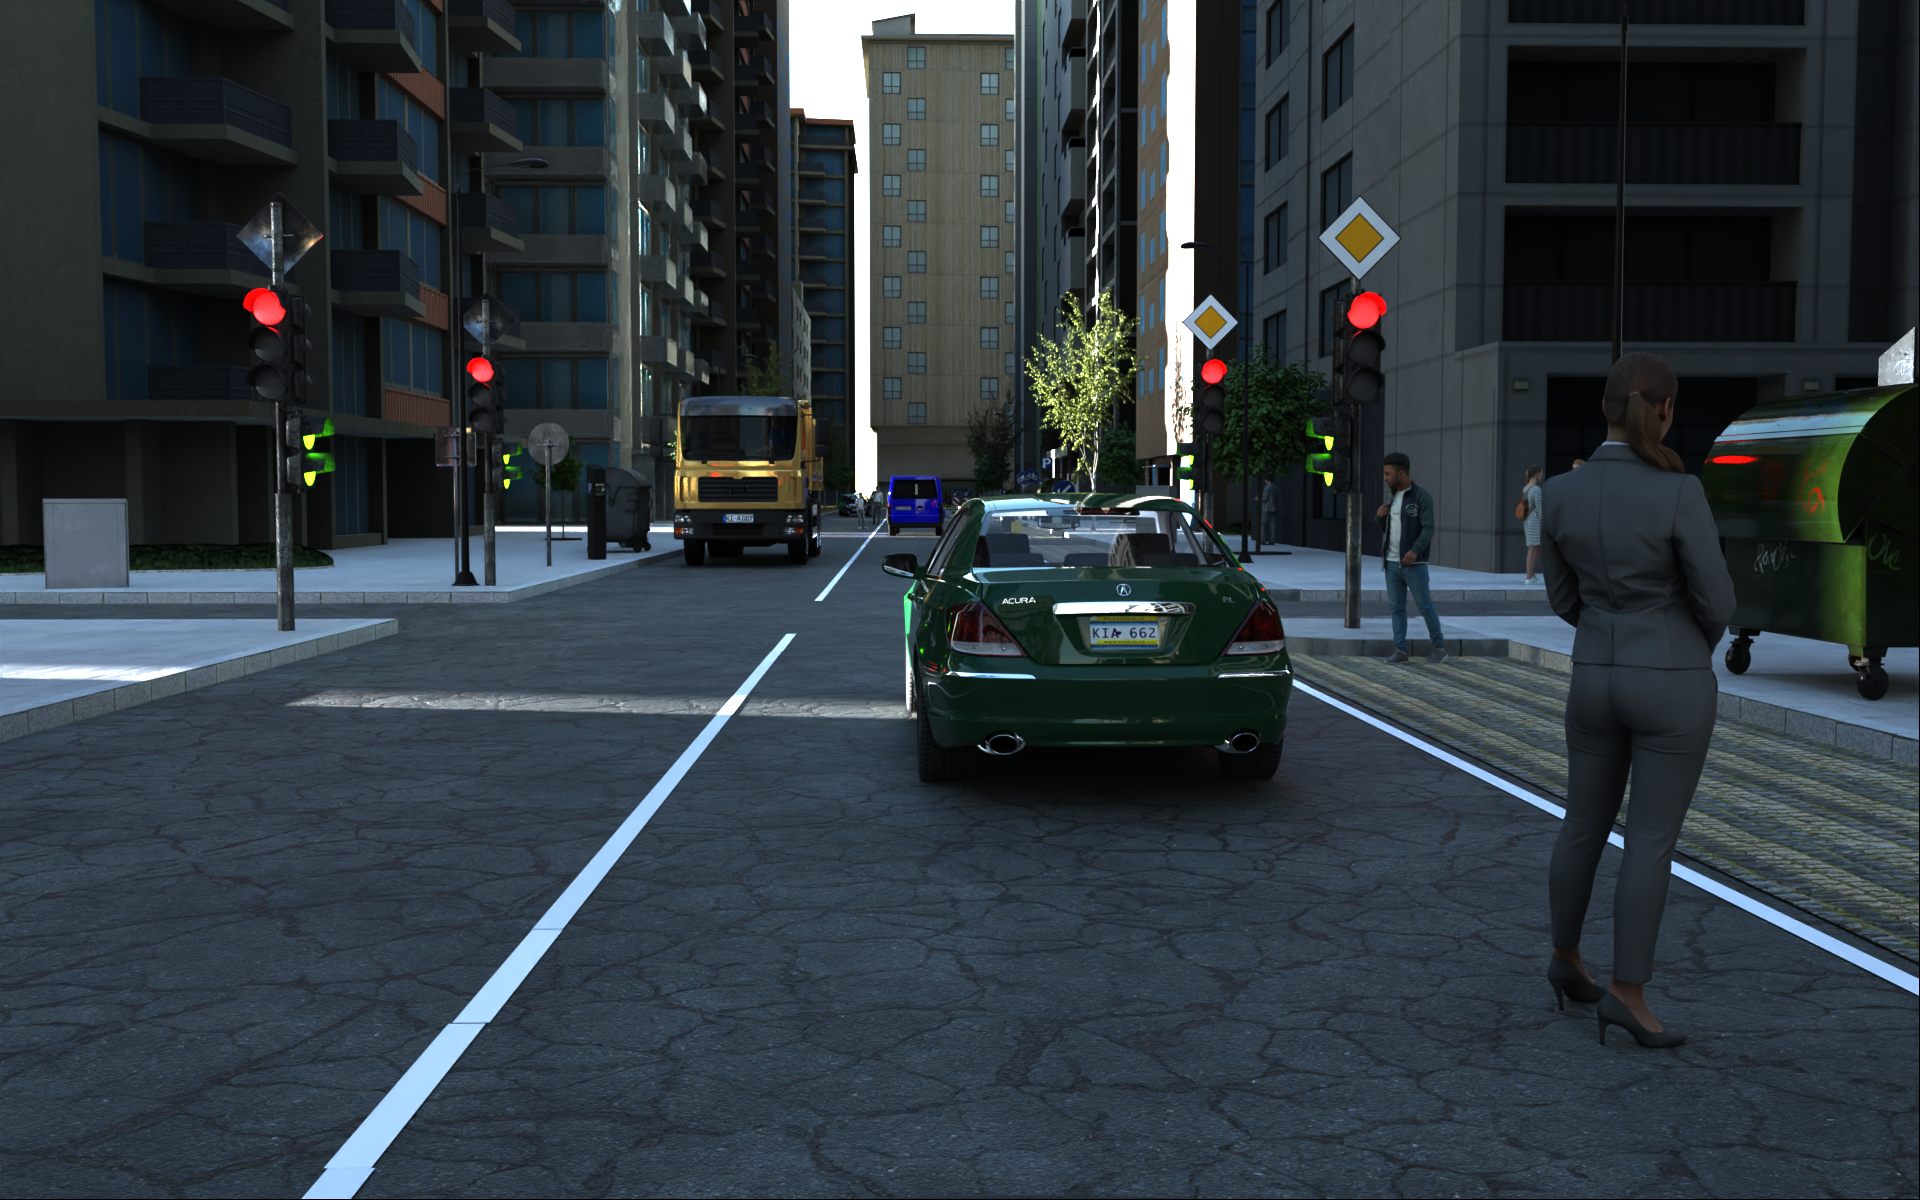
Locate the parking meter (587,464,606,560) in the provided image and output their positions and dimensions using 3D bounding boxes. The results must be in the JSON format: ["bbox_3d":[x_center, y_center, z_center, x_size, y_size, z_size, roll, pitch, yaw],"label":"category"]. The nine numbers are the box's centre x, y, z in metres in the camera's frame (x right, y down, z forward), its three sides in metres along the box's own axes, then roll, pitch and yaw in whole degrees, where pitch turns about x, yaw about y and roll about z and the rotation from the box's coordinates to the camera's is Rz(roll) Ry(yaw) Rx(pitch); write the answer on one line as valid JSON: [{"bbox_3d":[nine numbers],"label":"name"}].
[{"bbox_3d":[-7.125,-1.728,33.956,0.255,1.863,0.399,-2,4,-35],"label":"parking meter"}]

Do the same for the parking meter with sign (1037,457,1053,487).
[{"bbox_3d":[3.889,-5.203,81.325,0.543,3.016,1.738,1,4,16],"label":"parking meter with sign"}]

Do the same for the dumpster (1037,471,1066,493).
[{"bbox_3d":[4.093,-4.367,73.892,1.502,2.255,1.985,0,4,-2],"label":"dumpster"}]

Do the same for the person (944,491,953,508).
[{"bbox_3d":[-1.062,-9.549,165.307,1.217,1.739,0.721,0,4,-3],"label":"person"}]

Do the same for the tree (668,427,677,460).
[{"bbox_3d":[-8.773,-4.789,62.010,4.285,4.588,4.351,0,3,0],"label":"tree"}]

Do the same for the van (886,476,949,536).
[{"bbox_3d":[-1.514,-3.467,61.073,2.240,2.365,5.245,0,3,0],"label":"van"}]

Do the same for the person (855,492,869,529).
[{"bbox_3d":[-4.038,-3.655,70.855,0.523,1.515,0.503,1,4,20],"label":"person"}]

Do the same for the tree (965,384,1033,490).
[{"bbox_3d":[2.636,-10.107,115.617,4.360,8.622,3.978,0,3,0],"label":"tree"}]

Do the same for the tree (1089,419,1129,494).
[{"bbox_3d":[7.318,-5.674,76.492,4.285,4.588,4.351,0,3,0],"label":"tree"}]

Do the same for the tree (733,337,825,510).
[{"bbox_3d":[-9.244,-8.029,81.643,4.737,8.622,4.395,0,3,0],"label":"tree"}]

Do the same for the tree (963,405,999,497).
[{"bbox_3d":[2.160,-11.772,142.836,4.737,8.622,4.395,0,3,0],"label":"tree"}]

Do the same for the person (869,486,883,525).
[{"bbox_3d":[-3.919,-4.426,80.973,0.679,1.850,0.850,-1,4,-12],"label":"person"}]

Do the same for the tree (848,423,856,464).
[{"bbox_3d":[-11.912,-13.241,166.852,4.360,8.622,3.978,0,3,0],"label":"tree"}]

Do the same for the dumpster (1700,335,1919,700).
[{"bbox_3d":[6.064,-0.551,11.504,1.502,2.255,1.985,0,4,-2],"label":"dumpster"}]

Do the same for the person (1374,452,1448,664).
[{"bbox_3d":[3.752,-0.349,14.551,0.721,1.781,0.623,-3,5,-41],"label":"person"}]

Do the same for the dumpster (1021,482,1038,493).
[{"bbox_3d":[3.657,-4.801,84.250,1.264,1.857,1.865,0,4,-2],"label":"dumpster"}]

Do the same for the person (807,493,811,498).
[{"bbox_3d":[-9.660,-6.300,109.146,0.705,1.812,1.348,1,4,22],"label":"person"}]

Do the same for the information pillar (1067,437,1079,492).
[{"bbox_3d":[4.559,-4.787,69.622,0.504,3.616,0.183,-1,4,-16],"label":"information pillar"}]

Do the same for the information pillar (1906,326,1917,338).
[{"bbox_3d":[13.207,-2.024,24.455,0.183,3.616,0.504,-3,5,-41],"label":"information pillar"}]

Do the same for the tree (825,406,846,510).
[{"bbox_3d":[-10.737,-11.391,136.610,4.737,8.622,4.395,0,3,0],"label":"tree"}]

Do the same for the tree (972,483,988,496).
[{"bbox_3d":[2.107,-10.184,161.115,1.663,3.219,1.824,0,3,0],"label":"tree"}]

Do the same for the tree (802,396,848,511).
[{"bbox_3d":[-10.679,-10.896,128.513,4.360,8.622,3.978,0,3,0],"label":"tree"}]

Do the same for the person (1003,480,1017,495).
[{"bbox_3d":[1.174,-2.283,46.049,0.699,1.804,1.509,-1,4,-14],"label":"person"}]

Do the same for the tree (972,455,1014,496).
[{"bbox_3d":[2.578,-9.161,133.501,4.285,4.588,4.351,0,3,0],"label":"tree"}]

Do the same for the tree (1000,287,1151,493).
[{"bbox_3d":[4.498,-6.772,61.077,4.737,8.622,4.395,0,3,0],"label":"tree"}]

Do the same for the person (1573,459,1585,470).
[{"bbox_3d":[8.951,-1.134,24.929,0.624,1.780,0.694,0,4,7],"label":"person"}]

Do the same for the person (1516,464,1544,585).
[{"bbox_3d":[8.136,-1.072,24.573,0.522,1.701,0.512,-1,4,-9],"label":"person"}]

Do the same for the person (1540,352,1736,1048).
[{"bbox_3d":[1.801,0.257,4.576,0.520,1.790,0.573,3,4,37],"label":"person"}]

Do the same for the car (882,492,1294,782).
[{"bbox_3d":[0.617,0.104,10.091,2.131,1.459,4.920,0,4,-3],"label":"car"}]

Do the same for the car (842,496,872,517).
[{"bbox_3d":[-6.472,-5.944,109.760,1.945,1.354,3.894,0,4,-1],"label":"car"}]

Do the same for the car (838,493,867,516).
[{"bbox_3d":[-7.130,-6.521,115.418,1.959,1.807,4.718,0,4,-1],"label":"car"}]

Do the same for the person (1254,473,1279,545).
[{"bbox_3d":[7.702,-2.282,43.558,0.583,1.804,0.606,3,5,39],"label":"person"}]

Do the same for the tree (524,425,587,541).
[{"bbox_3d":[-11.067,-3.285,48.316,1.663,3.219,1.824,0,3,0],"label":"tree"}]

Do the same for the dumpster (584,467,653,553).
[{"bbox_3d":[-7.550,-1.992,38.321,1.264,1.857,1.865,0,4,-2],"label":"dumpster"}]

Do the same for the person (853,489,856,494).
[{"bbox_3d":[-8.769,-8.357,145.151,0.705,1.822,1.348,1,4,15],"label":"person"}]

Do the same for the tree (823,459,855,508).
[{"bbox_3d":[-11.227,-10.713,158.872,4.285,4.588,4.351,0,3,0],"label":"tree"}]

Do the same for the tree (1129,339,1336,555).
[{"bbox_3d":[6.307,-3.257,36.969,4.285,4.588,4.351,0,3,0],"label":"tree"}]
